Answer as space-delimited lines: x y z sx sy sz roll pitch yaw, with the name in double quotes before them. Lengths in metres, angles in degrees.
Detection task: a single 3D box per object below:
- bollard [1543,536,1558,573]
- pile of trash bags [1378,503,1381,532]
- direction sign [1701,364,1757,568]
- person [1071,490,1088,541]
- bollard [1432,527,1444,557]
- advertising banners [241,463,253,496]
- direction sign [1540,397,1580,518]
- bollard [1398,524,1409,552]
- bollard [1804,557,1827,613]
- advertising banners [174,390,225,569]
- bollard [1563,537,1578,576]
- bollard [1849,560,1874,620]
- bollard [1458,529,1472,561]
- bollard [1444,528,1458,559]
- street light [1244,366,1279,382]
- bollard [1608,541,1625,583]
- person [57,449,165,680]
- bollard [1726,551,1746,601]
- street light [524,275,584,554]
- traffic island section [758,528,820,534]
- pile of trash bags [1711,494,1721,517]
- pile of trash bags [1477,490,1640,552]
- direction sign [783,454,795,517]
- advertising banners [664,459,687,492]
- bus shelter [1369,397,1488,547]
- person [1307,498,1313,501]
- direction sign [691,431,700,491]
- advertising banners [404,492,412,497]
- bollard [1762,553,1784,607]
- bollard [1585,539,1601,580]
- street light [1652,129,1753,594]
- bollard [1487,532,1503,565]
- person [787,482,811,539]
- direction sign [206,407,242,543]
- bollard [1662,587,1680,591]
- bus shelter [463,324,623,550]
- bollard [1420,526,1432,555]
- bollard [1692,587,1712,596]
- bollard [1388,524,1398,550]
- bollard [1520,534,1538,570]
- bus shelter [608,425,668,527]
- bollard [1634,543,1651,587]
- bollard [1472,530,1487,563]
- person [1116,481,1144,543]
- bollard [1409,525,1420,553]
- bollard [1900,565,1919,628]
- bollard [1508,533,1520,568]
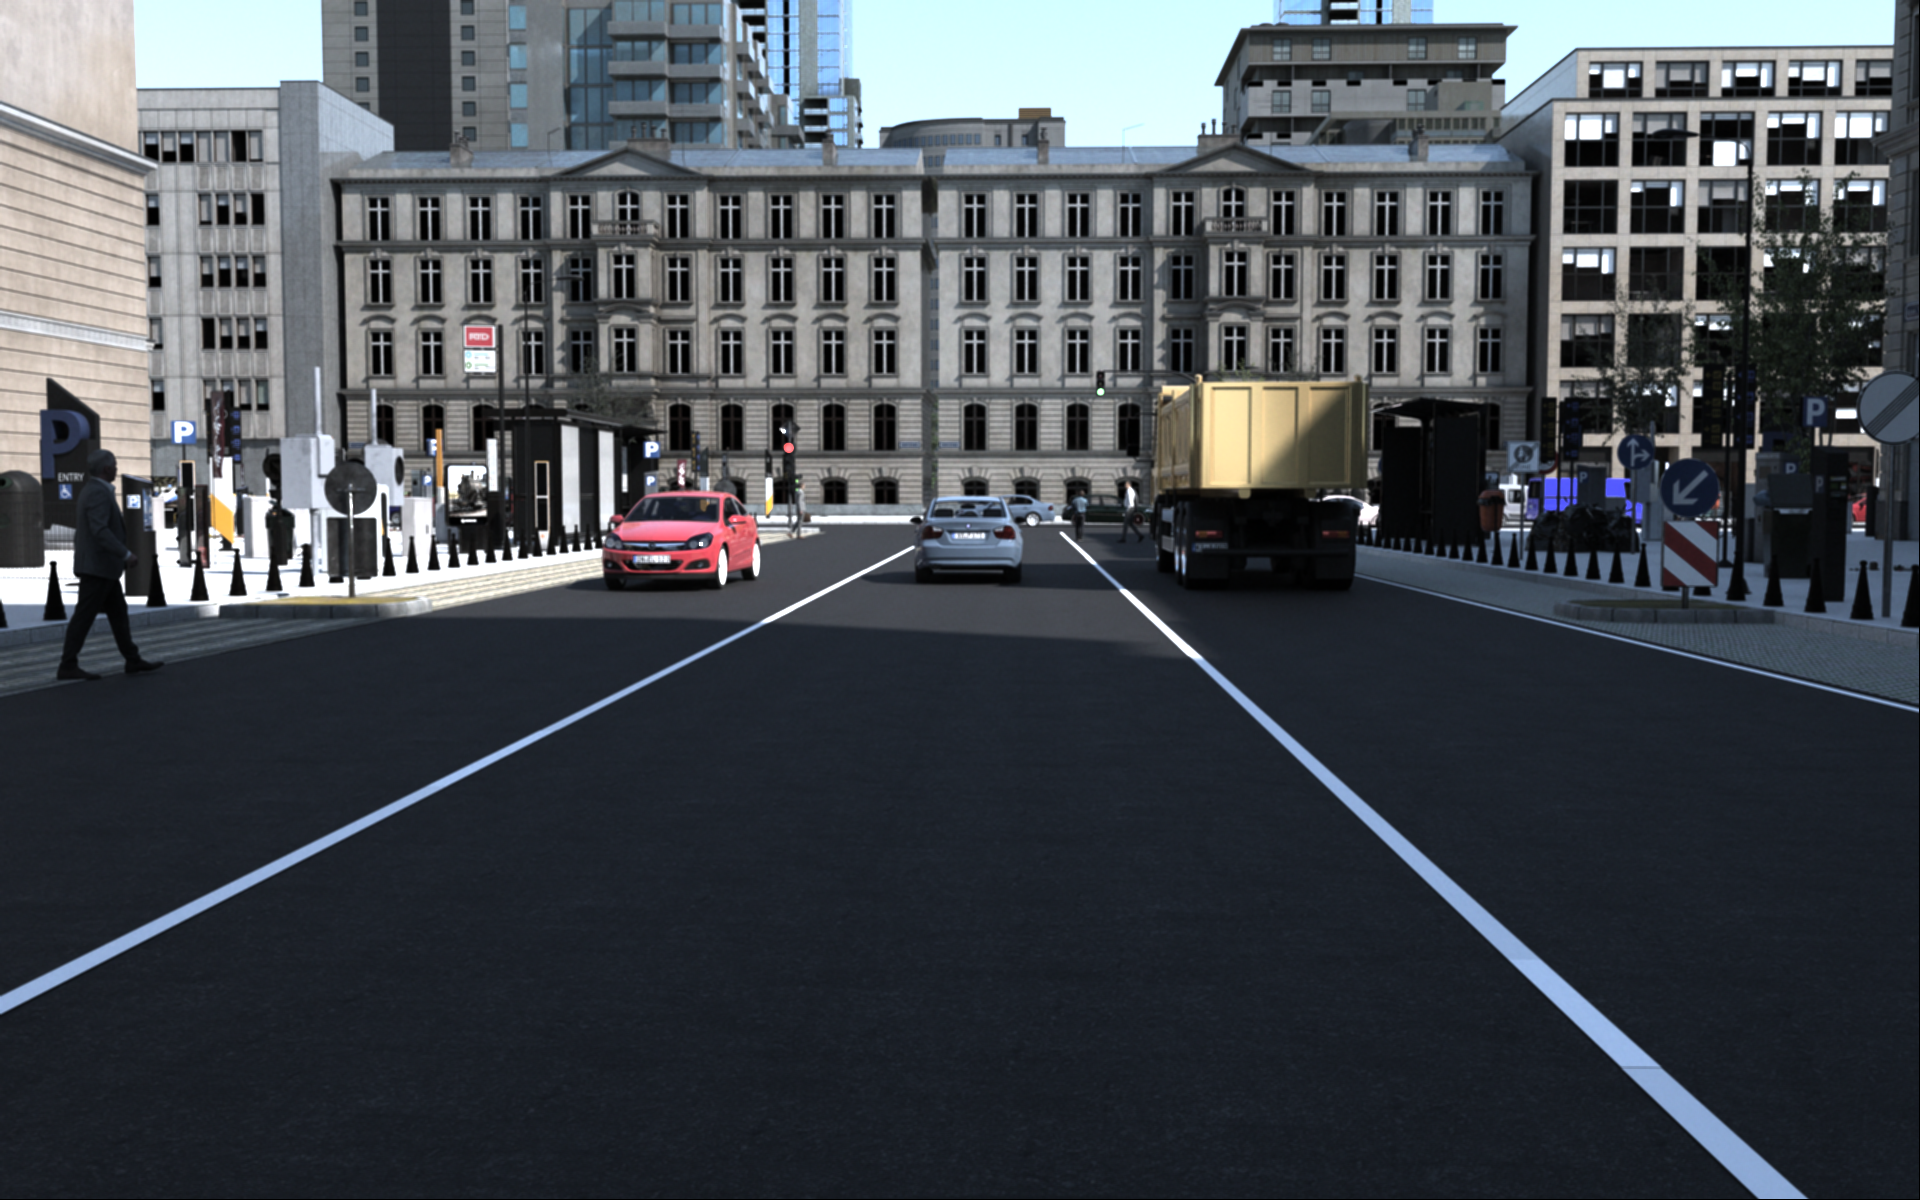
"bollard" 9.615 -0.743 28.194 0.229 0.601 0.229 0 3 0
"pile of trash bags" 14.889 -2.946 57.917 1.912 1.369 3.447 0 4 -6
"direction sign" 13.374 -2.336 30.193 0.876 3.537 0.379 0 4 8
"person" 3.654 -2.587 53.011 0.499 1.552 0.429 3 4 37
"bollard" 9.859 -1.188 35.463 0.229 0.601 0.229 0 3 0
"advertising banners" -40.081 -6.185 97.315 0.090 3.025 2.074 -3 4 -37
"direction sign" 14.040 -2.972 40.592 0.876 3.537 0.379 0 4 4
"bollard" 9.973 -1.380 38.602 0.229 0.601 0.229 0 3 0
"bollard" 9.292 -0.169 18.800 0.229 0.601 0.229 0 3 0
"advertising banners" -13.110 -2.062 29.894 2.074 3.025 0.090 3 5 44
"bollard" 9.581 -0.679 27.150 0.229 0.601 0.229 0 3 0
"bollard" 9.258 -0.105 17.763 0.229 0.601 0.229 0 3 0
"bollard" 9.790 -1.061 33.384 0.229 0.601 0.229 0 3 0
"bollard" 9.823 -1.124 34.420 0.229 0.601 0.229 0 3 0
"street light" 10.972 -5.526 62.885 1.470 5.913 1.316 0 4 2
"bollard" 9.501 -0.551 25.054 0.229 0.601 0.229 0 3 0
"person" -6.628 -0.283 13.522 0.834 1.777 0.661 -3 5 -43
"bollard" 9.364 -0.296 20.882 0.229 0.601 0.229 0 3 0
"street light" -8.678 -3.936 36.891 1.470 5.913 1.316 0 4 2
"traffic island section" -6.303 -2.558 64.098 2.009 0.180 2.903 0 4 2
"pile of trash bags" 42.632 -5.177 94.395 3.447 1.369 1.912 1 4 14
"pile of trash bags" 13.253 -1.770 38.684 3.447 1.369 1.912 0 4 -4
"direction sign" -9.684 -6.485 98.034 0.876 3.537 0.379 2 4 35
"advertising banners" -14.599 -5.527 86.551 2.074 3.025 0.090 -2 4 -31
"bus shelter" 12.135 -3.298 45.209 1.731 3.624 6.357 0 4 2
"person" 15.419 -4.153 76.581 0.709 1.800 0.728 1 4 9
"direction sign" -9.503 -4.300 62.297 0.379 3.537 0.876 1 4 9
"advertising banners" -31.001 -6.021 94.634 2.074 3.025 0.090 -2 4 -31
"bollard" 9.328 -0.232 19.843 0.229 0.601 0.229 0 3 0
"bollard" 9.544 -0.615 26.091 0.229 0.601 0.229 0 3 0
"street light" 9.497 -3.036 22.173 1.470 5.913 1.316 0 4 2
"bollard" 9.717 -0.934 31.313 0.229 0.601 0.229 0 3 0
"person" -5.125 -2.875 55.626 0.853 1.813 0.709 -2 4 -24
"direction sign" -19.133 -3.247 45.087 0.876 3.537 0.379 0 4 -2
"bollard" 9.435 -0.424 22.969 0.229 0.601 0.229 0 3 0
"bus shelter" -10.568 -4.041 43.706 2.179 5.291 8.768 0 4 2
"bollard" 9.896 -1.251 36.499 0.229 0.601 0.229 0 3 0
"bollard" 9.401 -0.360 21.925 0.229 0.601 0.229 0 3 0
"bollard" 10.005 -1.443 39.637 0.229 0.601 0.229 0 3 0
"bollard" 9.651 -0.807 29.230 0.229 0.601 0.229 0 3 0
"bus shelter" -11.866 -4.311 61.766 1.731 3.624 6.357 0 4 2
"bollard" 9.470 -0.487 24.010 0.229 0.601 0.229 0 3 0
"bollard" 9.755 -0.997 32.349 0.229 0.601 0.229 0 3 0
"person" 5.024 -2.603 51.156 0.850 1.850 0.679 0 4 6
"bollard" 9.933 -1.316 37.557 0.229 0.601 0.229 0 3 0
"bollard" 9.218 -0.042 16.727 0.229 0.601 0.229 0 3 0
"bollard" 9.683 -0.870 30.265 0.229 0.601 0.229 0 3 0
